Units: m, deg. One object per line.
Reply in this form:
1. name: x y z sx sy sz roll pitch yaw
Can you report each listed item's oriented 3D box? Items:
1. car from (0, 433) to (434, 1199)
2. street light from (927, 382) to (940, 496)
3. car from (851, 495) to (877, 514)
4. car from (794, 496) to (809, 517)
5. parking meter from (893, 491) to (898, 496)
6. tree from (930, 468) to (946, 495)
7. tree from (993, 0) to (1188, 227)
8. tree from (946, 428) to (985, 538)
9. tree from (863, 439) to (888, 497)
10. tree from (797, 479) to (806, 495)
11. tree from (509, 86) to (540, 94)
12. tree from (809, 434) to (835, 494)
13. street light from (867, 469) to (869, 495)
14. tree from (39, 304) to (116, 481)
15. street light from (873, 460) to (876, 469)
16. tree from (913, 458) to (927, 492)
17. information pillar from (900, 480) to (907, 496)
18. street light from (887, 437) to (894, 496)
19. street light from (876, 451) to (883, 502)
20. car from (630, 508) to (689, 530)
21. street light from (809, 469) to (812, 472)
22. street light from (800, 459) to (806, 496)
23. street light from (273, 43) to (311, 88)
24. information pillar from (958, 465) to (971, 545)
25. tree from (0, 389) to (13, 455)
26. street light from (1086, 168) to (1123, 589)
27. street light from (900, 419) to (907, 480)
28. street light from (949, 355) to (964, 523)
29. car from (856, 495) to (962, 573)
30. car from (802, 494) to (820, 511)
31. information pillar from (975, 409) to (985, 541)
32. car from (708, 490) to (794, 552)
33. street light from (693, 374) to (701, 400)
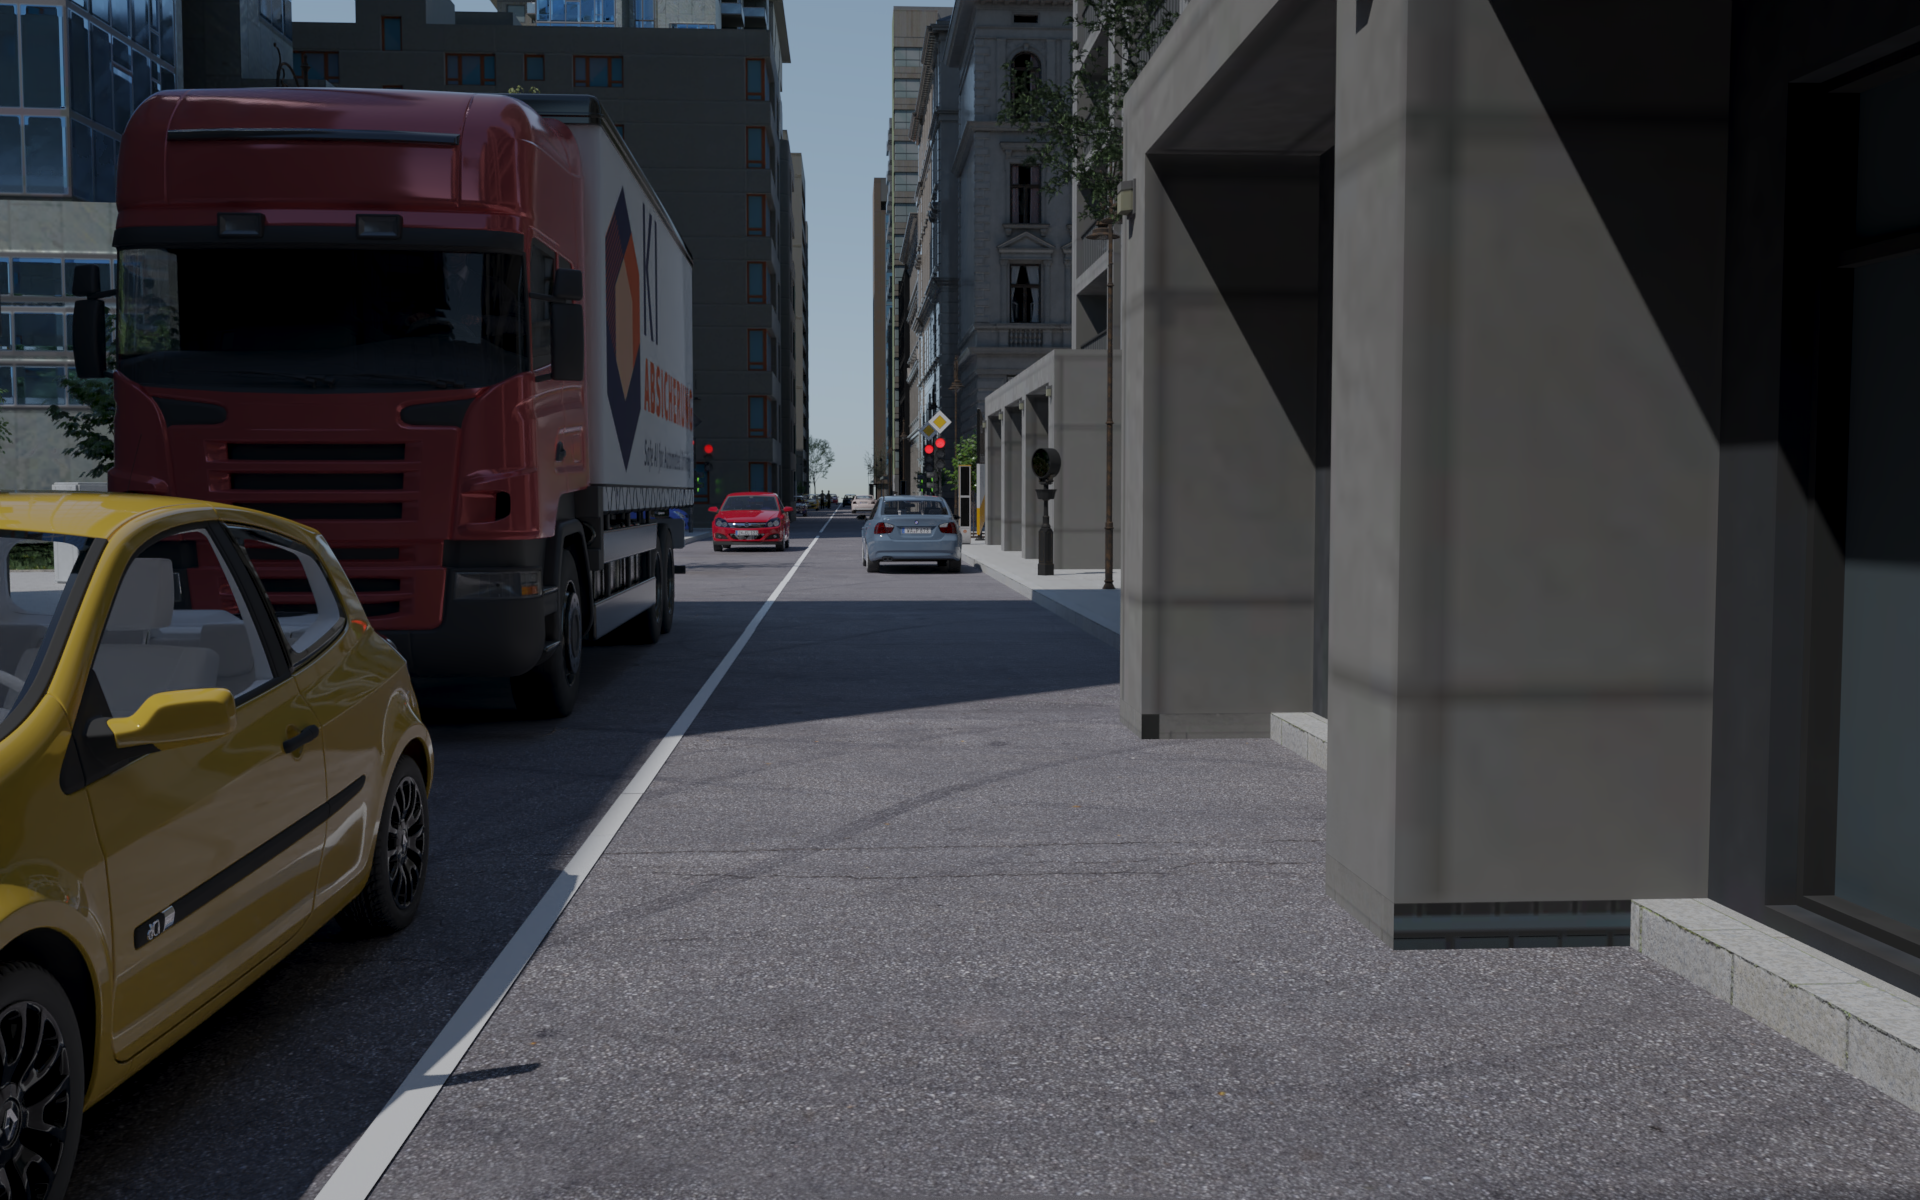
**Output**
1. car: -2.599 0.363 4.284 2.015 1.641 3.980 0 4 -2
2. street light: -1.103 -6.047 71.654 0.468 5.910 1.993 0 4 -4
3. car: -7.040 -7.061 127.817 2.083 1.381 4.827 0 4 -2
4. car: -10.555 -5.944 109.763 1.945 1.354 3.894 0 4 -5
5. parking meter: -4.909 -7.510 131.191 0.372 1.533 0.369 0 3 0
6. tree: 0.177 -3.683 54.825 1.663 3.219 1.824 0 3 0
7. tree: 3.823 -4.925 14.933 7.601 10.594 8.767 0 3 0
8. tree: 0.531 -3.438 50.809 1.663 3.219 1.824 0 3 0
9. tree: -10.500 -16.898 226.637 4.360 8.622 3.978 0 3 0
10. tree: -19.843 -13.541 215.997 1.663 3.219 1.824 0 3 0
11. tree: -8.321 -4.917 30.764 4.737 8.622 4.395 0 3 0
12. tree: -25.286 -22.899 300.150 9.928 11.665 9.643 0 3 0
13. street light: -13.676 -17.920 265.784 0.468 5.910 1.993 0 4 -4
14. tree: -7.175 -1.262 15.230 1.663 3.219 1.824 0 3 0
15. street light: -10.462 -14.926 216.833 0.468 5.910 1.993 0 4 -4
16. tree: -1.349 -5.084 77.720 1.663 3.219 1.824 0 3 0
17. information pillar: -3.011 -5.403 92.824 0.304 2.012 0.304 1 4 9
18. street light: -6.016 -10.695 147.652 0.468 5.910 1.993 0 4 -4
19. street light: -8.317 -12.819 182.377 0.468 5.910 1.993 0 4 -4
20. car: -11.460 -3.184 61.646 3.694 1.707 1.945 0 4 -2
21. street light: -22.525 -17.582 260.248 0.468 5.910 1.993 0 4 -4
22. street light: -20.273 -15.483 225.938 0.468 5.910 1.993 0 4 -4
23. street light: -6.880 -2.788 18.378 0.468 5.910 1.993 0 4 -4
24. information pillar: 0.117 -2.417 44.012 0.304 2.012 0.304 0 4 -4
25. tree: -20.039 -3.015 33.011 4.285 4.588 4.351 0 3 0
26. street light: 2.012 -3.086 23.241 0.468 5.910 1.993 0 4 -4
27. street light: -3.449 -8.159 106.179 0.468 5.910 1.993 0 4 -4
28. street light: -0.133 -5.196 57.737 0.468 5.910 1.993 0 4 -4
29. car: -0.953 -1.279 32.922 2.014 1.417 4.499 0 4 -5
30. car: -12.933 -8.445 148.298 2.015 1.641 3.980 0 4 -2
31. information pillar: 0.578 -3.447 47.706 0.183 3.616 0.504 1 4 20
32. car: -5.345 -2.172 44.558 2.155 1.783 4.494 0 4 -3
33. street light: -9.956 -5.697 65.940 0.468 5.910 1.993 0 4 -4
